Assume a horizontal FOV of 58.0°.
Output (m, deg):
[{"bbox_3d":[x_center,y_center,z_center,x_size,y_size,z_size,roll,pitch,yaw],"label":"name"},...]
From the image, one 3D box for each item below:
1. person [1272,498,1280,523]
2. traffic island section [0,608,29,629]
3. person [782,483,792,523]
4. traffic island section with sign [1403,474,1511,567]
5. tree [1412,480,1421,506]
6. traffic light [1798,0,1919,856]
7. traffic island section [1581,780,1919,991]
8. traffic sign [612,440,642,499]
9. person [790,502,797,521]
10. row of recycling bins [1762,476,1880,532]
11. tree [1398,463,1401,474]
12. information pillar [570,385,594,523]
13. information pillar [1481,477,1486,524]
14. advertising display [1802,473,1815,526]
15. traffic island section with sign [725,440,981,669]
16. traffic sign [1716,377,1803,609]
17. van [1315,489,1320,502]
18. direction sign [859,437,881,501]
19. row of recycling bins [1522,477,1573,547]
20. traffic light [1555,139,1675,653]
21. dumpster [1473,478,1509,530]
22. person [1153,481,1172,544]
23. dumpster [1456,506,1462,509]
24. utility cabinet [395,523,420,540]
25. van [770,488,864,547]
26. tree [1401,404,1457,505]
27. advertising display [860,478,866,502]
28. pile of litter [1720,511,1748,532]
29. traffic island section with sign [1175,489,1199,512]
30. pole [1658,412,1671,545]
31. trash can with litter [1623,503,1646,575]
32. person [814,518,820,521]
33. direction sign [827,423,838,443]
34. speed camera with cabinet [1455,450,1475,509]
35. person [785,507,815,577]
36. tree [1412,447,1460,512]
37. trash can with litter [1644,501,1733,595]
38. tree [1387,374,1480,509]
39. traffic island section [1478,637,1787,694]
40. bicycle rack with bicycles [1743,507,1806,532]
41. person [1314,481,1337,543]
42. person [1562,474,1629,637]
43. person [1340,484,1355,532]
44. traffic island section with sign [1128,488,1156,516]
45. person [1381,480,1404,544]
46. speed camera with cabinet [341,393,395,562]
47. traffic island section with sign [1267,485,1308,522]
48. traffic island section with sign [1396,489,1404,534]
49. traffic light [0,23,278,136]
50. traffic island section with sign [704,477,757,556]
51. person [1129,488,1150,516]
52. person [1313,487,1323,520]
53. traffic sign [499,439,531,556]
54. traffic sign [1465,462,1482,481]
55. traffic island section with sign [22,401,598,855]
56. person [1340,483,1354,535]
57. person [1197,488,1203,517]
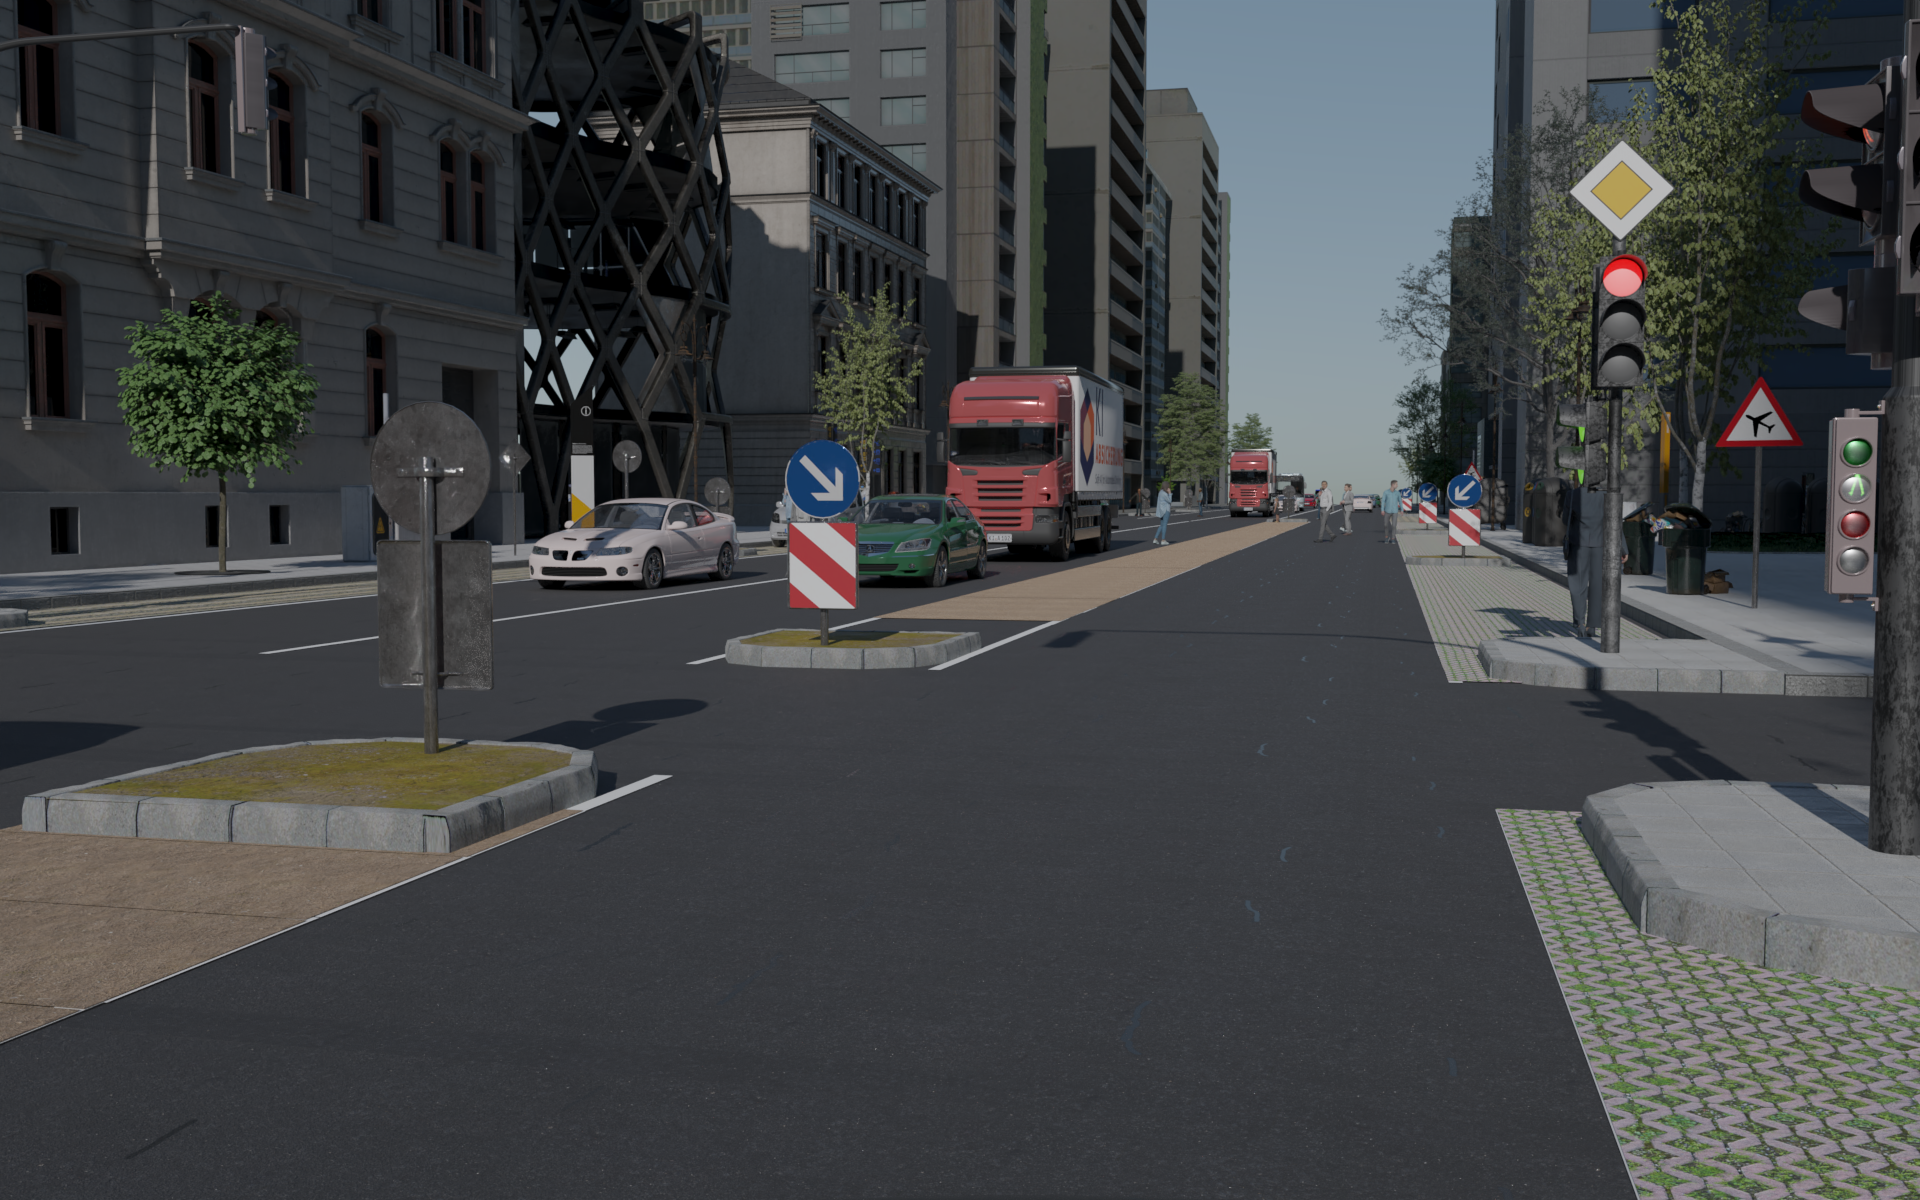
[{"bbox_3d":[15.792,-4.488,86.552,0.373,1.253,0.362,2,4,31],"label":"person"},{"bbox_3d":[-11.230,0.261,18.014,2.009,0.180,2.903,1,4,14],"label":"traffic island section"},{"bbox_3d":[-4.155,-2.134,43.649,0.793,1.790,0.793,0,4,8],"label":"person"},{"bbox_3d":[10.090,-1.622,35.152,1.989,1.847,2.006,1,4,14],"label":"traffic island section with sign"},{"bbox_3d":[51.185,-12.113,192.650,1.663,3.219,1.824,0,3,0],"label":"tree"},{"bbox_3d":[1.308,-1.947,6.504,4.771,5.953,1.251,1,4,14],"label":"traffic light"},{"bbox_3d":[3.399,0.980,6.256,2.009,0.180,2.903,1,4,14],"label":"traffic island section"},{"bbox_3d":[-7.880,-2.498,40.944,0.768,2.556,0.104,1,4,18],"label":"traffic sign"},{"bbox_3d":[-3.114,-1.576,34.395,0.709,1.813,0.853,2,4,26],"label":"person"},{"bbox_3d":[20.634,-2.030,40.302,3.534,1.692,1.069,1,4,15],"label":"row of recycling bins"},{"bbox_3d":[44.992,-13.341,168.492,4.737,8.622,4.395,0,3,0],"label":"tree"},{"bbox_3d":[-8.134,-2.815,37.387,0.504,3.616,0.183,-1,4,-15],"label":"information pillar"},{"bbox_3d":[22.180,-4.241,73.829,0.304,2.012,0.304,-3,5,-44],"label":"information pillar"},{"bbox_3d":[25.599,-2.881,52.312,0.123,1.923,0.974,3,5,40],"label":"advertising display"},{"bbox_3d":[-1.005,-0.431,15.189,2.006,1.907,1.989,1,4,14],"label":"traffic island section with sign"},{"bbox_3d":[8.907,-1.183,19.342,0.884,2.594,0.081,1,4,22],"label":"traffic sign"},{"bbox_3d":[45.716,-13.087,218.360,2.240,2.365,5.245,1,4,16],"label":"van"},{"bbox_3d":[-3.597,-4.722,69.196,0.876,3.537,0.379,-1,4,-20],"label":"direction sign"},{"bbox_3d":[14.881,-2.242,43.765,1.069,1.692,3.534,1,4,12],"label":"row of recycling bins"},{"bbox_3d":[5.246,-1.528,13.912,0.839,4.253,0.868,1,4,14],"label":"traffic light"},{"bbox_3d":[19.029,-3.448,62.137,1.264,1.857,1.865,1,4,14],"label":"dumpster"},{"bbox_3d":[5.776,-2.482,49.353,0.793,1.790,0.793,3,5,44],"label":"person"},{"bbox_3d":[22.325,-4.284,75.810,1.264,1.857,1.865,1,4,13],"label":"dumpster"},{"bbox_3d":[-11.719,-1.557,36.612,0.306,1.237,1.020,1,4,13],"label":"utility cabinet"},{"bbox_3d":[-3.876,-2.470,47.400,2.013,2.044,4.112,1,4,13],"label":"van"},{"bbox_3d":[39.027,-11.655,140.920,4.737,8.622,4.395,0,3,0],"label":"tree"},{"bbox_3d":[-4.103,-4.021,70.952,0.974,1.923,0.123,-3,4,-37],"label":"advertising display"},{"bbox_3d":[19.796,-1.874,44.610,1.176,0.858,1.719,-1,4,-9],"label":"pile of litter"},{"bbox_3d":[18.654,-8.102,141.103,1.989,1.847,2.006,1,4,14],"label":"traffic island section with sign"},{"bbox_3d":[17.583,-3.021,43.233,0.158,3.312,0.155,0,3,0],"label":"pole"},{"bbox_3d":[10.553,-0.991,27.589,1.055,1.170,0.624,2,4,24],"label":"trash can with litter"},{"bbox_3d":[-2.975,-1.635,35.802,0.524,1.755,0.480,3,4,36],"label":"person"},{"bbox_3d":[-4.081,-3.876,55.369,0.379,3.537,0.876,1,4,17],"label":"direction sign"},{"bbox_3d":[23.015,-5.162,78.734,0.660,3.252,2.038,0,4,5],"label":"speed camera with cabinet"},{"bbox_3d":[-2.563,-1.178,28.112,0.624,1.780,0.694,-1,4,-17],"label":"person"},{"bbox_3d":[33.711,-8.491,122.548,4.285,4.588,4.351,0,3,0],"label":"tree"},{"bbox_3d":[9.439,-0.666,22.277,1.055,1.170,0.624,-2,4,-34],"label":"trash can with litter"},{"bbox_3d":[40.762,-13.668,149.228,9.928,11.665,9.643,0,3,0],"label":"tree"},{"bbox_3d":[5.282,0.505,14.017,2.009,0.180,2.903,1,4,14],"label":"traffic island section"},{"bbox_3d":[22.839,-2.093,47.606,2.925,0.926,2.852,-1,4,-13],"label":"bicycle rack with bicycles"},{"bbox_3d":[10.822,-2.616,51.378,0.850,1.850,0.679,-1,4,-21],"label":"person"},{"bbox_3d":[6.107,-0.478,16.729,0.576,1.772,0.534,0,4,-5],"label":"person"},{"bbox_3d":[14.833,-3.544,66.456,0.620,1.820,0.660,3,4,38],"label":"person"},{"bbox_3d":[12.294,-6.500,114.906,1.989,1.847,2.006,1,4,14],"label":"traffic island section with sign"},{"bbox_3d":[12.534,-2.559,50.206,0.638,1.841,0.748,1,4,16],"label":"person"},{"bbox_3d":[-11.198,-2.391,33.435,0.660,3.252,2.038,1,4,8],"label":"speed camera with cabinet"},{"bbox_3d":[16.709,-4.898,88.218,2.006,1.907,1.989,1,4,14],"label":"traffic island section with sign"},{"bbox_3d":[16.504,-3.239,61.587,1.989,1.847,2.006,1,4,14],"label":"traffic island section with sign"},{"bbox_3d":[-9.140,-2.614,17.411,4.771,5.953,1.251,1,4,14],"label":"traffic light"},{"bbox_3d":[-5.818,-1.936,40.275,1.989,1.847,2.006,1,4,14],"label":"traffic island section with sign"},{"bbox_3d":[11.587,-6.325,111.931,1.348,1.821,0.705,0,4,-5],"label":"person"},{"bbox_3d":[20.246,-5.404,96.945,0.705,1.814,1.350,-3,5,-39],"label":"person"},{"bbox_3d":[-9.274,-2.132,36.051,0.795,2.450,0.064,1,4,22],"label":"traffic sign"},{"bbox_3d":[20.882,-4.326,70.732,0.884,2.594,0.081,1,4,14],"label":"traffic sign"},{"bbox_3d":[-2.761,0.009,7.993,2.006,1.907,1.989,1,4,14],"label":"traffic island section with sign"},{"bbox_3d":[13.402,-3.153,60.246,0.583,1.804,0.606,-1,4,-21],"label":"person"},{"bbox_3d":[15.334,-6.241,110.622,0.705,1.814,1.350,0,3,0],"label":"person"}]
